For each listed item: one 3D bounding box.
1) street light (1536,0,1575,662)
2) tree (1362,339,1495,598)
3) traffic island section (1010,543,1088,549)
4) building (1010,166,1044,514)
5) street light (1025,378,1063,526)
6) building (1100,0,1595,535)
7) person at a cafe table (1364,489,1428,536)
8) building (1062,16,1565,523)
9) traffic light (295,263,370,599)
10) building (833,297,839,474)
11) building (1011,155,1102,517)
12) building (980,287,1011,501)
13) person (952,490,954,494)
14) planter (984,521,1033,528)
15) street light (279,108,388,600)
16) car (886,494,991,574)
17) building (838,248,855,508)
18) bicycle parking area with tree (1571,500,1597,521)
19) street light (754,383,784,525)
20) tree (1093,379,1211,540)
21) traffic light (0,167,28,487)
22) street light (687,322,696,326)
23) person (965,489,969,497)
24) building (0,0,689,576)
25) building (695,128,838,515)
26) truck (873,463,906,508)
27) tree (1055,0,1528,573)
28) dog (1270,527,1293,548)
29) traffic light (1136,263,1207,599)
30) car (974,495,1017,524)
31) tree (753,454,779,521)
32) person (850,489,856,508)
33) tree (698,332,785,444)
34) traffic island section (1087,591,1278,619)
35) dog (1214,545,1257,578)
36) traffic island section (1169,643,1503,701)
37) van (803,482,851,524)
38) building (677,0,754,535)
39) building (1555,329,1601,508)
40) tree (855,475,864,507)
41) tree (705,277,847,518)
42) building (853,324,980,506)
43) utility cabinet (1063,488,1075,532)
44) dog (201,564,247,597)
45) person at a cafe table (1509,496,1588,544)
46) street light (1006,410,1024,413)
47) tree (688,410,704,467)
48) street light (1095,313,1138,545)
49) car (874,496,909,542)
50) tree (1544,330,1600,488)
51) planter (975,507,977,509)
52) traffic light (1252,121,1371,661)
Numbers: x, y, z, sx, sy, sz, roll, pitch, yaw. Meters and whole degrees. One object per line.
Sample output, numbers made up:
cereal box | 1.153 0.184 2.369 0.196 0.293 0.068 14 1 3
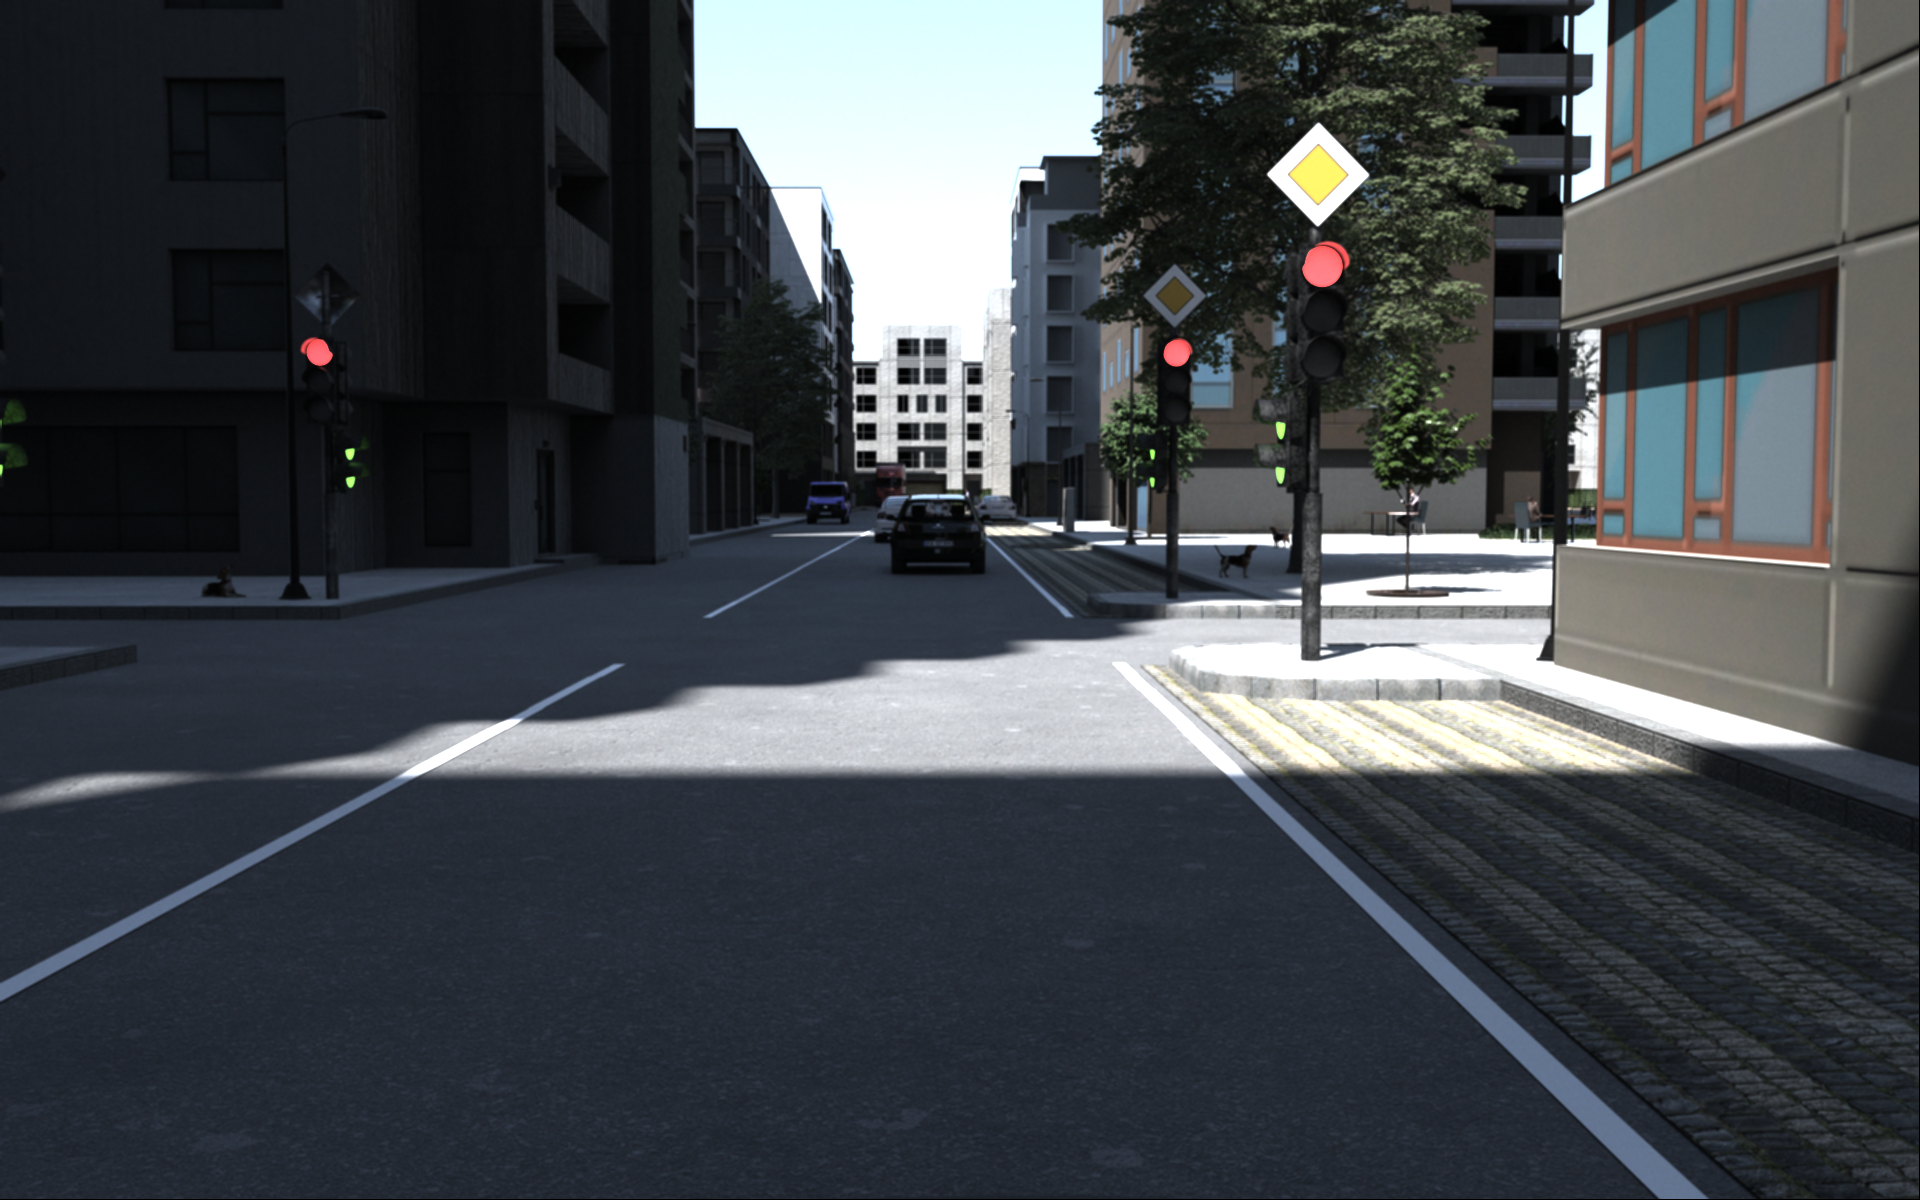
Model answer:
street light | 4.075 -2.486 13.196 1.470 5.913 1.316 0 4 -1
tree | 5.597 -1.658 21.703 1.663 3.219 1.824 0 3 0
traffic island section | 2.344 -1.425 46.165 1.991 0.108 1.994 0 4 -1
building | 17.466 -17.173 124.756 27.936 21.610 32.646 0 4 -1
street light | 3.481 -5.940 69.665 1.470 5.913 1.316 0 4 -1
building | 12.520 -25.087 60.286 14.600 45.320 14.200 0 4 -1
person at a cafe table | 13.543 -2.738 53.276 1.622 1.524 1.698 -1 4 -12
building | 16.077 -39.550 84.897 20.563 71.187 20.611 0 4 -1
traffic light | -7.667 -1.968 21.094 0.839 4.253 0.868 0 4 -1
building | -17.546 -17.050 135.193 16.016 20.091 11.380 0 4 -1
building | 11.155 -15.065 102.732 16.016 20.091 11.380 0 4 -1
building | 10.777 -17.756 156.772 16.747 18.905 31.486 0 4 -1
person | -0.626 -9.452 163.059 0.705 1.821 1.348 0 4 -2
planter | 2.031 -3.178 73.101 1.991 0.319 1.994 0 4 -1
street light | -7.584 -2.963 20.986 1.470 5.913 1.316 0 4 -1
car | -0.408 -1.393 32.555 2.009 1.686 4.222 0 4 -1
building | -26.394 -19.207 158.014 32.646 21.610 27.936 0 4 -1
bicycle parking area with tree | 31.558 -6.088 86.548 8.231 4.147 9.016 0 4 4
street light | -8.059 -6.122 72.641 1.470 5.913 1.316 0 4 -1
tree | 5.396 -3.997 49.058 4.285 4.588 4.351 0 3 0
traffic light | -7.575 -1.479 13.109 0.839 4.253 0.868 0 4 -1
street light | -7.811 -4.543 46.813 1.470 5.913 1.316 0 4 -1
person | 0.458 -8.202 142.475 0.599 1.838 0.709 0 4 4
building | -13.180 -15.925 32.075 14.160 30.474 14.107 0 4 -1
building | -23.122 -16.461 113.110 27.936 21.610 32.646 0 4 -1
truck | -6.231 -10.222 156.037 2.839 4.237 11.283 0 4 0
tree | 5.450 -6.737 28.270 7.486 12.596 7.792 0 3 0
dog | 7.604 -1.479 41.017 0.540 0.507 0.406 1 4 10
traffic light | 2.593 -1.976 21.227 0.839 4.253 0.868 0 4 -1
car | 1.712 -4.316 82.927 2.083 1.381 4.827 0 4 -1
tree | -9.686 -5.399 82.877 1.663 3.219 1.824 0 3 0
person | -9.577 -9.060 154.841 0.551 1.740 0.621 -1 4 -21
tree | -9.876 -7.815 78.130 4.360 8.622 3.978 0 3 0
traffic island section | 2.634 0.057 21.341 2.009 0.180 2.903 0 4 -1
dog | 4.235 -0.600 26.636 0.540 0.507 0.406 -1 4 -18
traffic island section | 2.725 0.546 13.357 2.009 0.180 2.903 0 4 -1
van | -6.360 -4.860 83.845 2.240 2.365 5.245 0 4 -1
building | -18.447 -38.203 62.874 20.563 71.187 20.611 0 4 -1
building | 49.028 -18.268 165.136 31.486 18.905 16.747 0 4 -1
tree | -10.552 -10.963 173.838 1.663 3.219 1.824 0 3 0
tree | -9.879 -10.603 91.479 7.486 12.596 7.792 0 3 0
building | -8.261 -19.718 188.841 31.486 18.905 16.747 0 4 -1
utility cabinet | 3.685 -3.071 58.895 0.318 1.500 1.173 0 4 -2
dog | -9.228 -0.243 21.715 0.550 0.427 0.748 -1 4 -19
person at a cafe table | 15.174 -2.109 45.347 1.726 1.238 1.698 -3 4 -37
street light | 3.223 -7.534 95.724 1.470 5.913 1.316 0 4 -1
tree | -9.068 -4.111 50.935 4.285 4.588 4.351 0 3 0
street light | 3.800 -4.361 43.838 1.470 5.913 1.316 0 4 -1
car | -1.609 -2.463 52.633 2.083 1.381 4.827 0 3 0
tree | 25.367 -7.536 73.568 4.737 8.622 4.395 0 3 0
planter | 1.153 -7.908 150.430 1.991 0.319 1.994 0 4 -1
traffic light | 2.685 -1.488 13.242 0.839 4.253 0.868 0 4 -1
